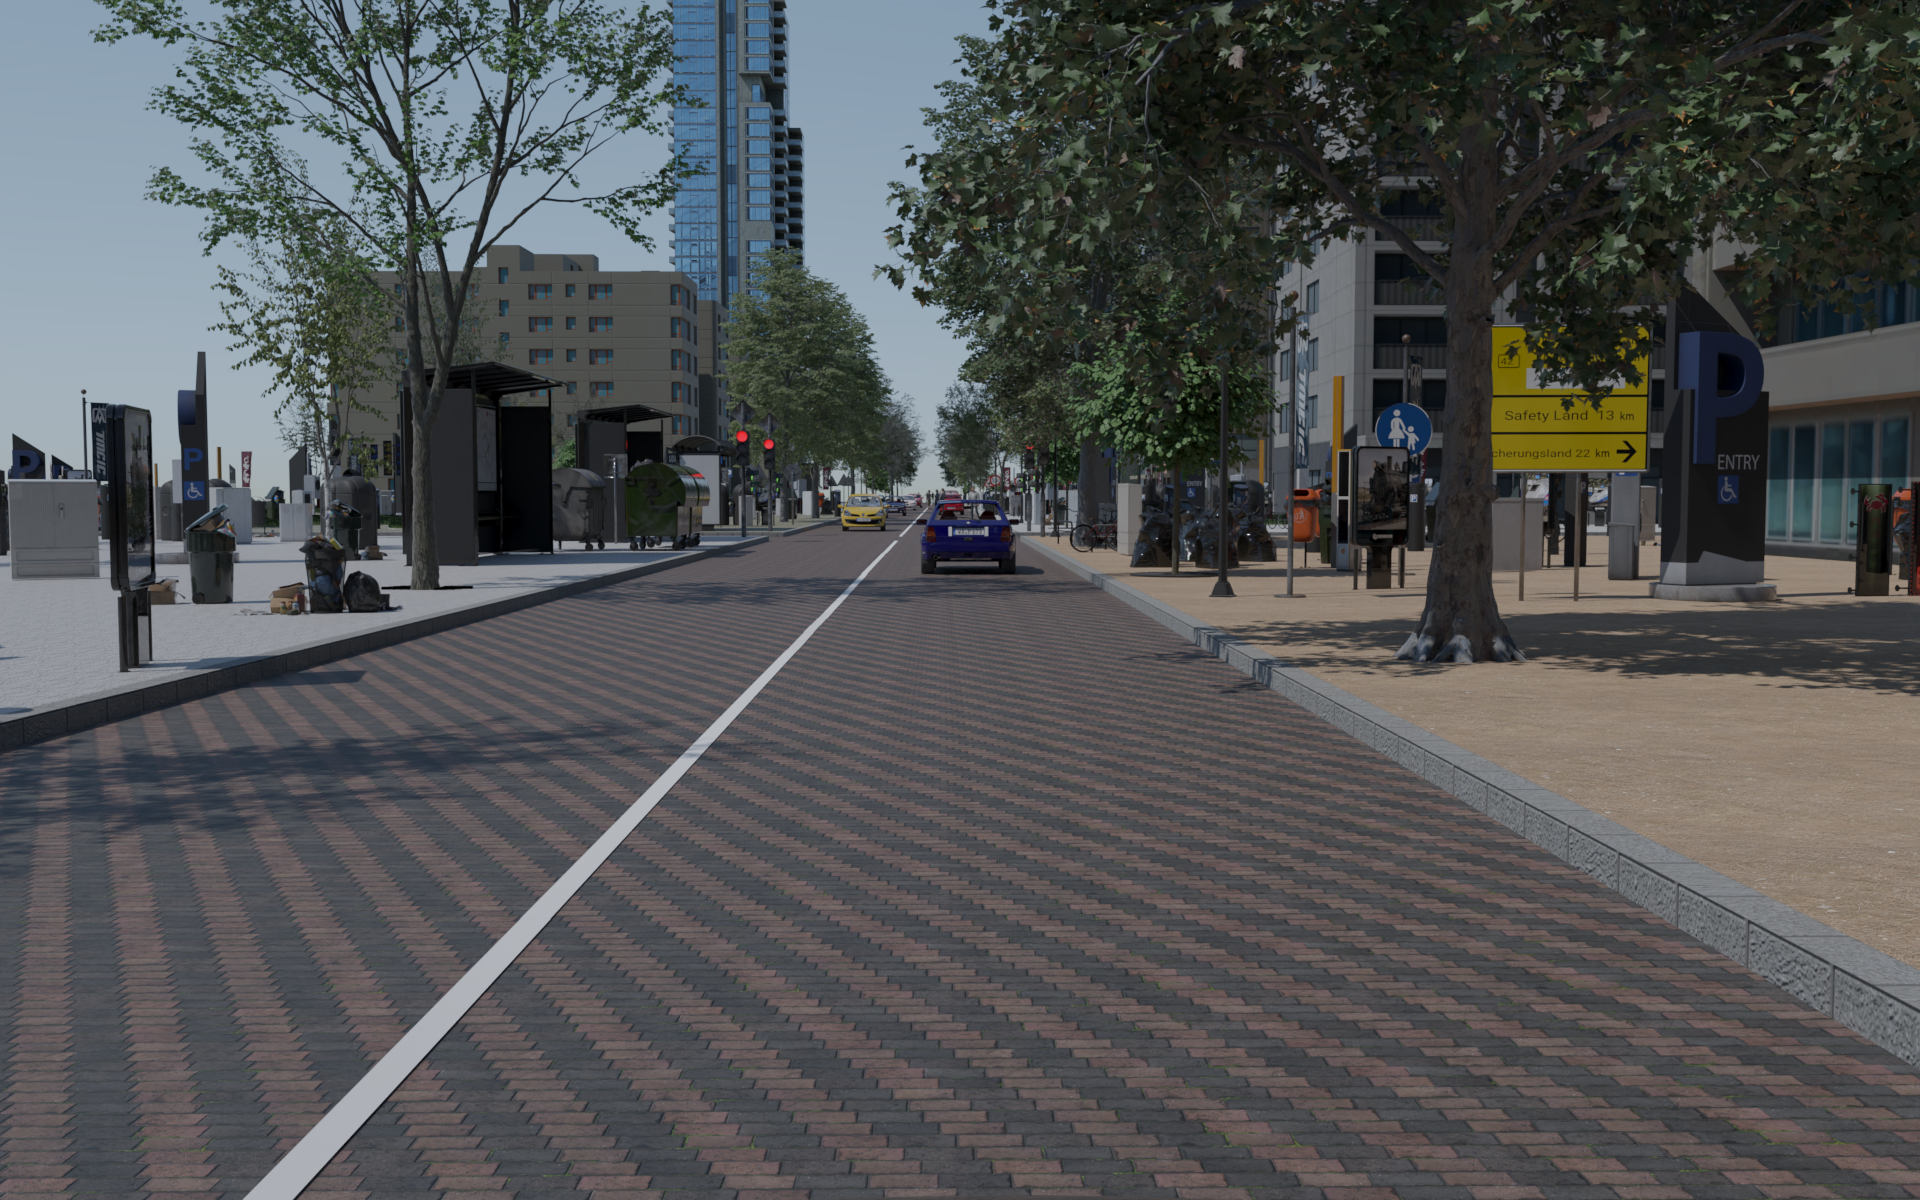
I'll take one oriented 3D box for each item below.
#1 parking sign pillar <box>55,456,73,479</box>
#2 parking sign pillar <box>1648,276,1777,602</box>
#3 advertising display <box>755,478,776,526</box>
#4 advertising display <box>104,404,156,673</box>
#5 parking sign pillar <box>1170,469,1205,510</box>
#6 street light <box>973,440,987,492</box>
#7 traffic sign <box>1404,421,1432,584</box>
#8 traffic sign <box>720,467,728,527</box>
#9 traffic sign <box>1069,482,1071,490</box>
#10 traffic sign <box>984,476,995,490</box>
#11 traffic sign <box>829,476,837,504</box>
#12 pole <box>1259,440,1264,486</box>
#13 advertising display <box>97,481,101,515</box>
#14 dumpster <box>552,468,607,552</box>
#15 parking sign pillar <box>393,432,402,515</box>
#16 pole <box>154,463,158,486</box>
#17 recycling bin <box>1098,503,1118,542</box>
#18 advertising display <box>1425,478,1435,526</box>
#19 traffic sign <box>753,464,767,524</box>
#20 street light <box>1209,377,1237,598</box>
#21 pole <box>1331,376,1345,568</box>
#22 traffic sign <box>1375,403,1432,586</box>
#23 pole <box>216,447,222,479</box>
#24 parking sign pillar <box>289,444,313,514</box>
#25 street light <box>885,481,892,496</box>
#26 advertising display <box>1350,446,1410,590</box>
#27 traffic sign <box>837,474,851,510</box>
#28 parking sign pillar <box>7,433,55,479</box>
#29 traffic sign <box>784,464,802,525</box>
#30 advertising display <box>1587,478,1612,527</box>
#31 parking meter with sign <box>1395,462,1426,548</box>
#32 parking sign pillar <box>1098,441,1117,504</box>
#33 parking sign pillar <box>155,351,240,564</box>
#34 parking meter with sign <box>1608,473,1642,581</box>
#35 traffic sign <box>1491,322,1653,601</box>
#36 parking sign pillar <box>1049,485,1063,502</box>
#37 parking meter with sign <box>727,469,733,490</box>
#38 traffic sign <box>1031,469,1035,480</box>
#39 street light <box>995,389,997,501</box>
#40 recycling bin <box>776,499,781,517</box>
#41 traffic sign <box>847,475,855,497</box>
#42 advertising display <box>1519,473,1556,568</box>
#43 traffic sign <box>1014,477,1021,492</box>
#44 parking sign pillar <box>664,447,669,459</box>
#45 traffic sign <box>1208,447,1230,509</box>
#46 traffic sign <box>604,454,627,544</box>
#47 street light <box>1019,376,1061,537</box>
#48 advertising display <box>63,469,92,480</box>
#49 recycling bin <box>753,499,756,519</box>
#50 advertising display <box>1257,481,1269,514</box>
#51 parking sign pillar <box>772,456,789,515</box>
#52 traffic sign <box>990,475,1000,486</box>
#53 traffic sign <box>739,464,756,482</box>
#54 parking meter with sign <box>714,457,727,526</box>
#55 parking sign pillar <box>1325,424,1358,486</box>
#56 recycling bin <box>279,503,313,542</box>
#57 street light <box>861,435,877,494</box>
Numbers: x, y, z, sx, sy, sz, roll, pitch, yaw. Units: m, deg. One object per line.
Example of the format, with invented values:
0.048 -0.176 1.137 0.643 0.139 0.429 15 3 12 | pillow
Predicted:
-60.656 -7.871 117.158 1.447 3.967 1.447 -2 4 -35 | parking sign pillar
9.220 -1.997 21.123 1.447 3.967 1.447 -2 4 -24 | parking sign pillar
-7.932 -4.004 70.671 0.974 1.923 0.123 -3 5 -45 | advertising display
-6.128 -0.466 12.832 0.123 1.923 0.974 -1 4 -14 | advertising display
8.455 -4.635 64.249 1.447 3.967 1.447 -2 4 -29 | parking sign pillar
1.648 -8.107 105.086 1.470 5.913 1.316 0 4 -1 | street light
6.341 -1.508 24.765 0.768 2.556 0.104 0 4 6 | traffic sign
-9.189 -3.937 66.493 0.606 2.300 0.079 0 4 5 | traffic sign
5.305 -5.098 83.451 0.768 2.556 0.104 0 4 4 | traffic sign
2.116 -7.541 123.291 0.884 2.594 0.081 0 4 3 | traffic sign
-8.902 -7.358 120.314 0.884 2.594 0.081 0 4 4 | traffic sign
11.405 -4.382 65.492 0.158 3.312 0.155 0 3 0 | pole
-39.047 -4.441 77.825 0.123 1.923 0.974 2 4 27 | advertising display
-8.788 -2.048 39.248 1.264 1.857 1.865 0 4 -1 | dumpster
-24.347 -5.376 76.371 1.447 3.967 1.447 2 4 26 | parking sign pillar
-53.218 -7.393 114.717 0.158 3.312 0.155 0 3 0 | pole
3.869 -2.076 46.499 0.722 1.027 0.722 0 4 8 | recycling bin
18.488 -3.871 68.506 0.123 1.923 0.974 -1 4 -14 | advertising display
-8.650 -4.555 74.482 0.884 2.594 0.081 0 3 0 | traffic sign
2.740 -2.992 21.456 1.470 5.913 1.316 0 4 -1 | street light
6.537 -2.210 29.971 0.158 3.312 0.155 0 3 0 | pole
6.190 -1.476 24.243 0.768 2.556 0.104 1 4 8 | traffic sign
-31.886 -4.939 74.600 0.158 3.312 0.155 0 3 0 | pole
-35.507 -6.409 93.257 1.447 3.967 1.447 2 4 29 | parking sign pillar
-7.563 -11.865 166.531 1.470 5.913 1.316 0 4 -1 | street light
5.664 -1.110 23.368 0.974 1.923 0.123 -2 4 -30 | advertising display
-7.283 -6.647 108.683 0.884 2.594 0.081 0 4 5 | traffic sign
-41.240 -5.396 76.697 1.447 3.967 1.447 -1 4 -11 | parking sign pillar
-7.005 -4.429 72.528 0.768 2.556 0.104 0 4 6 | traffic sign
25.307 -3.869 68.472 0.974 1.923 0.123 3 4 36 | advertising display
10.786 -2.782 41.751 0.543 3.016 1.738 0 4 -5 | parking meter with sign
5.114 -4.388 60.218 1.447 3.967 1.447 1 4 16 | parking sign pillar
-14.207 -2.672 32.161 1.447 3.967 1.447 -1 4 -21 | parking sign pillar
10.126 -1.842 26.376 0.543 3.016 1.738 1 4 21 | parking meter with sign
7.057 -1.638 20.653 2.265 3.308 0.079 0 4 4 | traffic sign
6.338 -7.693 114.253 1.447 3.967 1.447 -1 4 -16 | parking sign pillar
-16.607 -7.680 121.836 0.543 3.016 1.738 1 4 18 | parking meter with sign
3.669 -4.920 80.541 0.768 2.556 0.104 0 4 3 | traffic sign
2.155 -6.299 75.531 1.470 5.913 1.316 0 4 -1 | street light
-10.001 -5.245 98.303 0.722 1.027 0.722 -2 4 -24 | recycling bin
-7.506 -7.129 116.564 0.884 2.594 0.081 0 4 0 | traffic sign
10.092 -1.536 30.328 0.123 1.923 0.974 -1 4 -14 | advertising display
4.124 -7.321 119.806 0.768 2.556 0.104 0 4 4 | traffic sign
-16.770 -6.795 99.571 1.447 3.967 1.447 -1 4 -18 | parking sign pillar
5.110 -2.157 35.366 0.768 2.556 0.104 0 4 6 | traffic sign
-8.846 -2.590 44.475 0.606 2.300 0.079 0 4 4 | traffic sign
2.300 -4.830 51.504 1.470 5.913 1.316 0 4 -1 | street light
-23.016 -2.447 45.223 0.123 1.923 0.974 1 4 11 | advertising display
-10.773 -4.637 88.367 0.722 1.027 0.722 0 4 -4 | recycling bin
15.207 -5.067 88.061 0.974 1.923 0.123 0 4 -1 | advertising display
-11.271 -7.371 108.989 1.447 3.967 1.447 2 4 29 | parking sign pillar
2.303 -6.885 112.673 0.768 2.556 0.104 0 4 0 | traffic sign
-8.885 -4.435 72.614 0.768 2.556 0.104 1 4 9 | traffic sign
-10.125 -4.430 68.695 0.543 3.016 1.738 2 4 30 | parking meter with sign
14.528 -4.744 66.030 1.447 3.967 1.447 -2 4 -35 | parking sign pillar
-17.928 -2.093 46.779 0.722 1.027 0.722 -1 4 -10 | recycling bin
-7.225 -10.009 136.186 1.470 5.913 1.316 0 4 -1 | street light
